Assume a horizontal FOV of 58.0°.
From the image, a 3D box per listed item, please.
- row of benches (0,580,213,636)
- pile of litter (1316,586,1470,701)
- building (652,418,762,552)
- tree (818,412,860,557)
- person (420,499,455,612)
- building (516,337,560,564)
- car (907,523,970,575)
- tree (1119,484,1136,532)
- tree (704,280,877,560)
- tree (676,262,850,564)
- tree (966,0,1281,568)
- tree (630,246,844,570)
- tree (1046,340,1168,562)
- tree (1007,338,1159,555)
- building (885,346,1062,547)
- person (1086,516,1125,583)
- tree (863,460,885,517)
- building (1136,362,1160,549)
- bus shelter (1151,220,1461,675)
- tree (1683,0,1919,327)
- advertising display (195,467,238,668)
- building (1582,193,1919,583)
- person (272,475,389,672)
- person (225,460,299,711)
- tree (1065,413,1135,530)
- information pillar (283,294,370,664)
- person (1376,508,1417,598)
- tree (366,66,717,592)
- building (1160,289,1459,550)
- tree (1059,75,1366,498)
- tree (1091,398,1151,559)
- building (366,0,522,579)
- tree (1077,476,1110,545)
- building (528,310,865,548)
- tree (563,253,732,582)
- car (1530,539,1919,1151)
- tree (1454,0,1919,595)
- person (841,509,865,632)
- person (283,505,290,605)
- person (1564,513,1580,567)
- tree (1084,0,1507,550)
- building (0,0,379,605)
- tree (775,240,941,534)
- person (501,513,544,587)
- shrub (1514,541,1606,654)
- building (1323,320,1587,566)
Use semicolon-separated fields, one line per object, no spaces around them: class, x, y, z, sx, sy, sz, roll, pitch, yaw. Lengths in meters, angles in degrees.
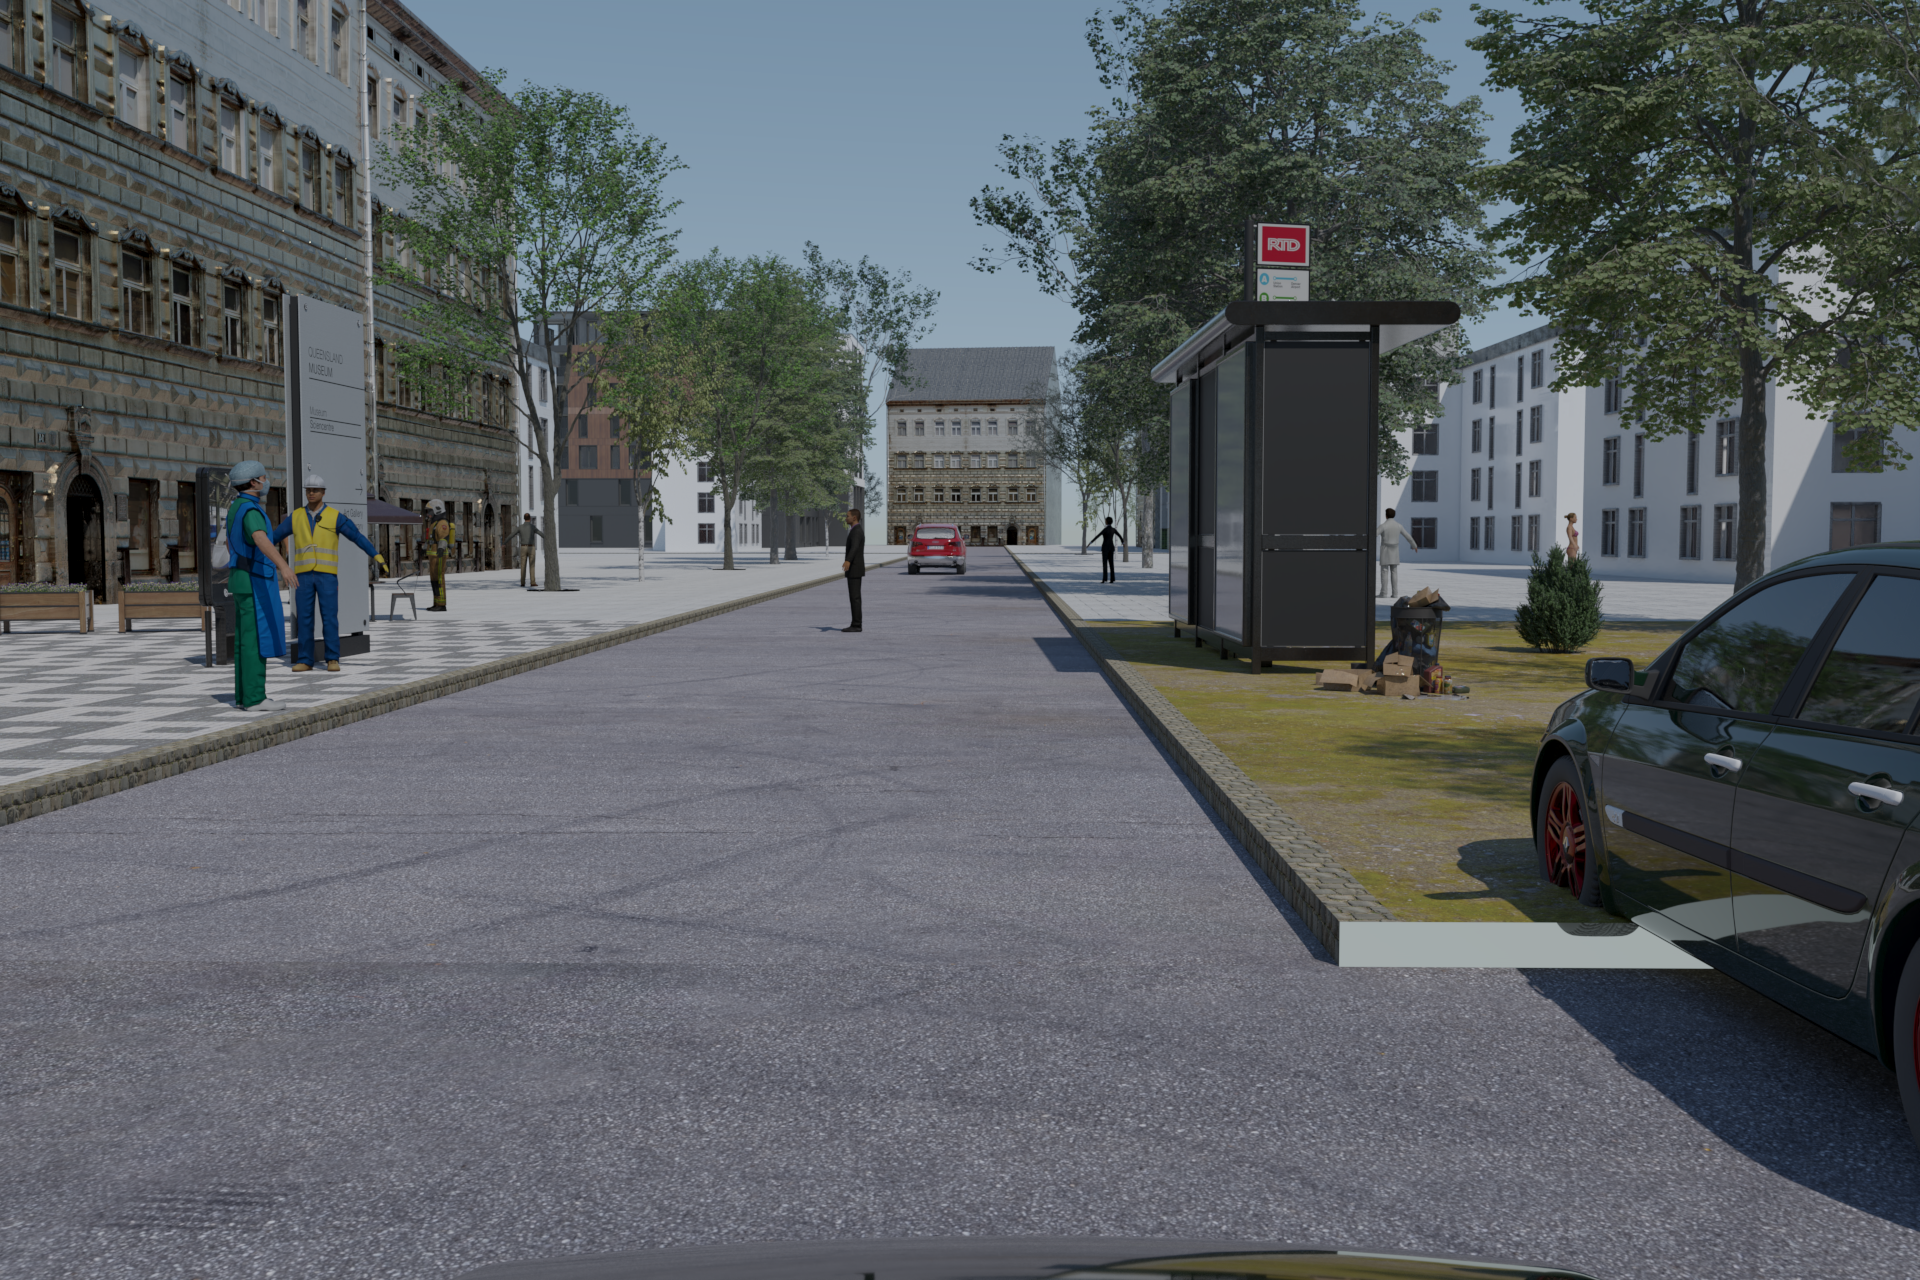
row of benches;-11.706;-0.419;22.319;4.104;0.672;1.422;-1;4;-18
pile of litter;3.526;-0.012;14.157;1.176;0.858;1.719;0;4;2
building;-20.334;-12.036;138.944;9.099;9.664;28.070;0;4;1
tree;-7.508;-8.998;97.479;4.737;8.622;4.395;0;3;0
person;-8.690;-1.403;28.710;0.705;1.858;1.354;-2;4;-29
building;-23.197;-8.488;80.919;9.099;9.664;28.070;0;4;1
car;-0.803;-3.296;62.569;2.281;1.827;5.304;0;4;1
tree;20.985;-15.314;200.746;4.360;8.622;3.978;0;3;0
tree;-8.256;-10.872;84.415;9.857;13.997;8.962;0;3;0
tree;-8.228;-9.457;72.756;7.486;12.596;7.792;0;3;0
tree;5.825;-12.692;63.397;12.611;20.169;13.585;0;3;0
tree;-8.142;-8.299;61.448;9.928;11.665;9.643;0;3;0
tree;7.687;-8.809;78.446;8.767;10.594;7.601;2;4;27
tree;7.652;-11.917;105.215;12.009;13.543;11.850;0;3;0
building;2.038;-22.583;202.623;18.063;23.208;19.493;1;4;9
person;3.807;-2.342;45.015;1.216;1.740;0.721;-2;4;-32
tree;-11.993;-16.129;198.123;7.601;10.594;8.767;0;4;5
building;26.351;-20.109;159.718;19.493;23.208;18.063;0;4;1
bus shelter;3.453;-2.585;19.903;2.179;5.291;8.768;0;3;0
tree;8.165;-3.800;12.497;4.360;8.622;3.978;0;3;0
advertising display;-7.205;-0.723;17.033;0.123;1.923;0.974;0;4;3
building;24.520;-6.144;42.596;9.099;9.664;28.070;0;4;1
person;-6.017;-0.625;16.180;1.349;1.833;0.705;0;4;-7
person;-5.137;-0.399;12.644;0.704;1.817;1.347;-3;4;-37
tree;7.955;-8.855;95.136;4.737;8.622;4.395;0;3;0
information pillar;-6.501;-1.622;17.828;0.184;3.620;1.656;0;4;2
person;8.614;-1.750;34.806;1.347;1.806;0.705;-1;4;-14
tree;-9.163;-6.897;38.516;9.928;11.665;9.643;0;3;0
building;24.846;-16.118;129.979;16.747;18.905;31.486;0;4;2
tree;7.221;-8.630;47.758;9.857;13.997;8.962;0;3;0
tree;7.722;-8.386;87.466;4.360;8.622;3.978;0;3;0
building;-25.537;-13.643;53.993;19.493;23.208;18.063;0;4;1
tree;16.118;-15.431;202.663;4.360;8.622;3.978;0;3;0
building;-24.983;-20.232;174.760;27.936;21.610;32.646;0;4;2
tree;-8.309;-5.866;46.270;4.737;8.622;4.395;0;3;0
car;2.975;0.296;4.948;2.009;1.686;4.222;0;4;1
tree;9.924;-6.375;22.350;7.486;12.596;7.792;0;3;0
person;-1.573;-1.022;25.387;0.704;1.802;1.346;0;4;0
person;-12.103;-1.555;31.575;0.704;1.843;1.345;0;4;-5
person;12.916;-1.807;36.344;0.721;1.733;1.217;1;4;21
tree;7.003;-7.913;36.027;9.857;13.997;8.962;0;3;0
building;-24.566;-12.511;35.476;19.493;23.208;18.063;0;4;1
tree;-7.458;-15.641;111.620;12.611;20.169;13.585;0;3;0
person;-10.527;-2.198;42.206;1.348;1.796;0.705;0;4;0
shrub;6.476;-0.465;18.715;1.383;1.207;1.383;0;3;0
building;24.413;-8.559;82.091;9.099;9.664;28.070;0;4;1
